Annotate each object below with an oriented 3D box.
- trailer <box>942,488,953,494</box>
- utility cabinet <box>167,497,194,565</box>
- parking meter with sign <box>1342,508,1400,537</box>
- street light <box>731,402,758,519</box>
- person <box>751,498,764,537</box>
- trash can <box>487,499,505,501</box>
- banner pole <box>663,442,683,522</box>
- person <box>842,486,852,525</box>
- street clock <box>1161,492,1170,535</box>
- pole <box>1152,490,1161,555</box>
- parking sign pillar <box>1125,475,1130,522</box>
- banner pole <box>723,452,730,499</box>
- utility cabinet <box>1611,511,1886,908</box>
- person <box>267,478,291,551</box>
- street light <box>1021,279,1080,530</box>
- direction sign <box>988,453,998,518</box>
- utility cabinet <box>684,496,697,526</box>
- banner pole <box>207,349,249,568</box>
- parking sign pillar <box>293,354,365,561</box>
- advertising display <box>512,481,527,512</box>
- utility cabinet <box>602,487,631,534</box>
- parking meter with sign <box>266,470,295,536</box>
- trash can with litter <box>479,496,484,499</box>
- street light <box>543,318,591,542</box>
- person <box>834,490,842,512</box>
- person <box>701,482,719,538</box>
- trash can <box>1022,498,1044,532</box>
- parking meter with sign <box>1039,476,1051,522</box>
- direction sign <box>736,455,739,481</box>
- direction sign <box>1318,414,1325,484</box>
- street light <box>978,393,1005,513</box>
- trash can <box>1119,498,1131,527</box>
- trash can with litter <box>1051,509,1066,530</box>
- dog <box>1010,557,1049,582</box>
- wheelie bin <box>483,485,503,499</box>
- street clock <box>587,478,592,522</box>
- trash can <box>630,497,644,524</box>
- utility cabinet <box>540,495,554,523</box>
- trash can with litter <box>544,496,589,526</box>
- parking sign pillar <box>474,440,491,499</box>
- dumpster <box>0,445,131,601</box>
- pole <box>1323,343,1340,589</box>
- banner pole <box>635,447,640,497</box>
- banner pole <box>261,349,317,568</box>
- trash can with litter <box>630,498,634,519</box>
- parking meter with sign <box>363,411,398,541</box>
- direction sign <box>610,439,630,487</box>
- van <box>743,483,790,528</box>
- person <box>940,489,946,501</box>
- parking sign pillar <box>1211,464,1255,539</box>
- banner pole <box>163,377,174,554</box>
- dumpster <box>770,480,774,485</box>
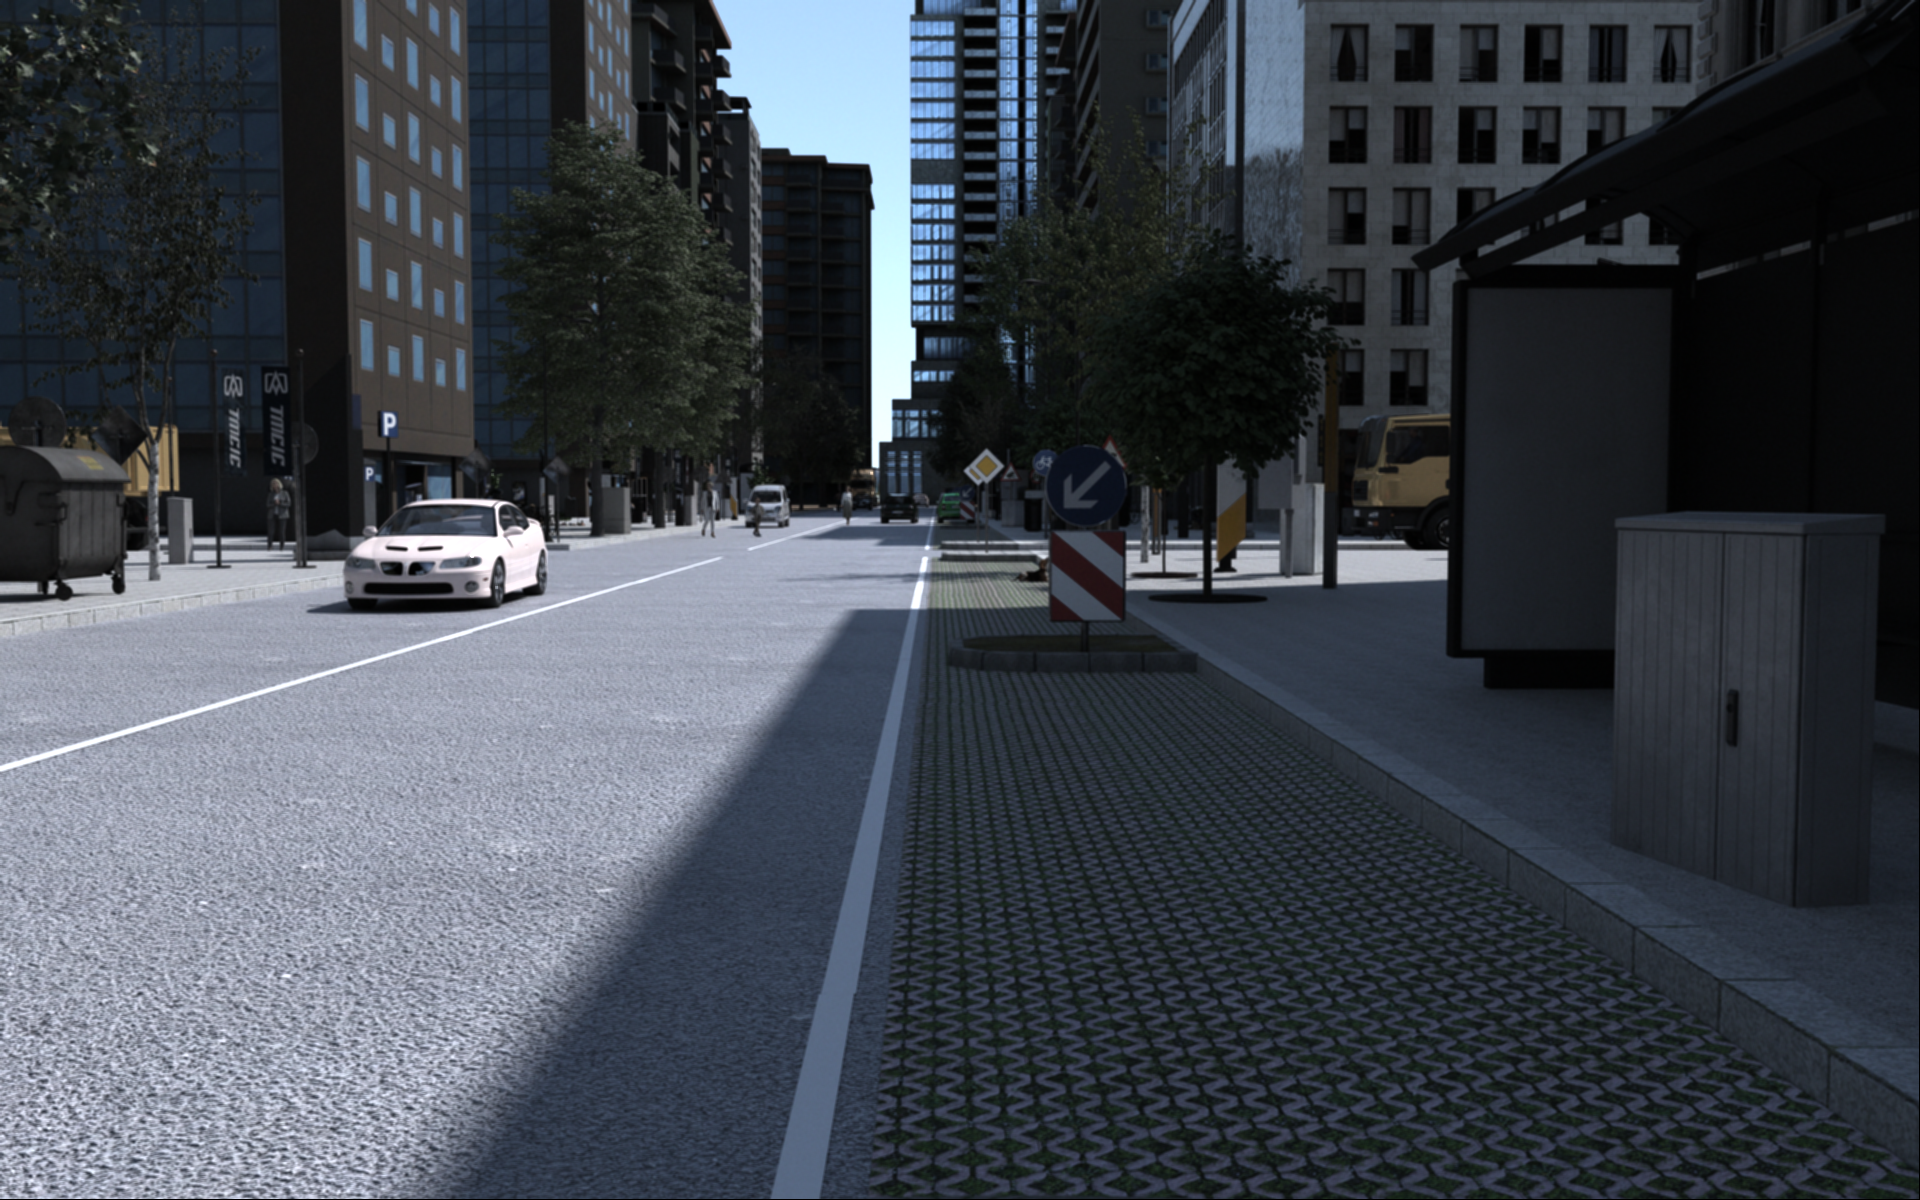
[{"bbox_3d":[-1.168,-9.651,164.835,1.471,1.999,3.904,0,4,-2],"label":"trailer"},{"bbox_3d":[-14.400,-1.276,32.017,0.306,1.237,1.020,-1,4,-16],"label":"utility cabinet"},{"bbox_3d":[12.454,-3.431,52.353,1.738,3.016,0.543,0,4,7],"label":"parking meter with sign"},{"bbox_3d":[-10.876,-7.031,87.491,1.470,5.913,1.316,0,4,-1],"label":"street light"},{"bbox_3d":[-6.812,-2.792,58.427,0.475,1.303,0.640,-3,4,-38],"label":"person"},{"bbox_3d":[-13.833,-2.420,51.227,0.748,1.137,0.748,0,3,0],"label":"trash can"},{"bbox_3d":[-13.529,-5.649,82.371,0.863,3.779,0.401,2,4,28],"label":"banner pole"},{"bbox_3d":[-5.194,-4.353,79.903,0.478,1.798,0.641,1,4,9],"label":"person"},{"bbox_3d":[6.423,-3.044,54.342,0.358,2.002,0.471,0,4,-7],"label":"street clock"},{"bbox_3d":[4.166,-2.616,36.622,0.158,3.312,0.155,0,3,0],"label":"pole"},{"bbox_3d":[7.454,-5.814,83.528,1.447,3.967,1.447,3,4,37],"label":"parking sign pillar"},{"bbox_3d":[-14.075,-6.996,104.407,0.401,3.779,0.863,2,4,35],"label":"banner pole"},{"bbox_3d":[2.610,0.325,5.851,0.306,1.237,1.020,-1,4,-11],"label":"utility cabinet"},{"bbox_3d":[-16.158,-1.980,41.055,0.537,1.800,0.526,0,4,-5],"label":"person"},{"bbox_3d":[2.014,-3.982,37.643,1.470,5.913,1.316,0,4,-1],"label":"street light"},{"bbox_3d":[1.630,-6.266,94.449,0.876,3.537,0.379,0,4,4],"label":"direction sign"},{"bbox_3d":[-10.927,-3.615,70.262,0.306,1.237,1.020,0,4,4],"label":"utility cabinet"},{"bbox_3d":[-12.810,-2.464,30.296,0.401,3.779,0.863,2,4,29],"label":"banner pole"},{"bbox_3d":[-12.298,-2.774,33.819,1.447,3.967,1.447,2,4,24],"label":"parking sign pillar"},{"bbox_3d":[-22.070,-4.989,86.791,0.974,1.923,0.123,3,4,38],"label":"advertising display"},{"bbox_3d":[-10.971,-2.831,54.961,1.173,1.500,0.318,2,4,34],"label":"utility cabinet"},{"bbox_3d":[-20.089,-3.376,51.458,1.738,3.016,0.543,3,5,43],"label":"parking meter with sign"},{"bbox_3d":[-19.255,-3.643,70.624,1.678,1.210,2.233,0,4,2],"label":"trash can with litter"},{"bbox_3d":[-10.449,-4.489,45.941,1.470,5.913,1.316,0,4,-1],"label":"street light"},{"bbox_3d":[-9.872,-8.100,141.640,1.217,1.736,0.721,3,5,41],"label":"person"},{"bbox_3d":[-8.292,-2.991,57.283,0.514,1.842,0.818,-2,4,-30],"label":"person"},{"bbox_3d":[2.497,-2.906,59.174,0.748,1.137,0.748,0,3,0],"label":"trash can"},{"bbox_3d":[4.027,-5.107,79.766,0.543,3.016,1.738,-1,4,-21],"label":"parking meter with sign"},{"bbox_3d":[-13.171,-6.684,101.280,0.379,3.537,0.876,2,4,26],"label":"direction sign"},{"bbox_3d":[10.390,-3.519,49.528,0.379,3.537,0.876,2,4,32],"label":"direction sign"},{"bbox_3d":[1.493,-6.516,79.073,1.470,5.913,1.316,0,4,-1],"label":"street light"},{"bbox_3d":[6.362,-3.452,68.101,0.748,1.137,0.748,0,3,0],"label":"trash can"},{"bbox_3d":[3.523,-2.797,57.112,1.055,1.170,0.624,1,4,18],"label":"trash can with litter"},{"bbox_3d":[1.209,-0.491,28.225,0.550,0.427,0.748,-3,5,-40],"label":"dog"},{"bbox_3d":[-16.428,-3.245,60.962,0.693,1.594,0.980,-1,4,-20],"label":"wheelie bin"},{"bbox_3d":[-16.644,-4.515,78.395,0.358,2.002,0.471,-3,5,-42],"label":"street clock"},{"bbox_3d":[-14.154,-3.914,75.645,0.748,1.137,0.748,0,3,0],"label":"trash can"},{"bbox_3d":[-18.213,-3.991,76.412,0.306,1.237,1.020,0,4,6],"label":"utility cabinet"},{"bbox_3d":[-16.097,-3.609,70.058,2.233,1.210,1.678,0,4,-8],"label":"trash can with litter"},{"bbox_3d":[-23.778,-5.985,86.325,1.447,3.967,1.447,0,4,2],"label":"parking sign pillar"},{"bbox_3d":[-11.288,-0.960,21.453,1.264,1.857,1.865,0,4,-1],"label":"dumpster"},{"bbox_3d":[5.032,-1.811,23.460,0.158,3.312,0.155,0,3,0],"label":"pole"},{"bbox_3d":[-15.085,-5.566,81.022,0.401,3.779,0.863,-2,4,-29],"label":"banner pole"},{"bbox_3d":[-11.603,-2.439,29.897,0.863,3.779,0.401,-2,4,-28],"label":"banner pole"},{"bbox_3d":[-11.873,-2.981,60.122,1.055,1.170,0.624,-2,4,-26],"label":"trash can with litter"},{"bbox_3d":[-12.816,-2.481,36.817,1.738,3.016,0.543,1,4,20],"label":"parking meter with sign"},{"bbox_3d":[-13.959,-4.845,71.212,0.876,3.537,0.379,-3,5,-40],"label":"direction sign"},{"bbox_3d":[-8.340,-4.165,75.108,2.013,2.044,4.112,0,4,-1],"label":"van"},{"bbox_3d":[-1.041,-6.436,113.949,0.478,1.798,0.641,2,4,32],"label":"person"},{"bbox_3d":[7.869,-3.787,50.397,1.447,3.967,1.447,3,5,41],"label":"parking sign pillar"},{"bbox_3d":[-16.810,-2.869,36.921,0.401,3.779,0.863,-2,4,-25],"label":"banner pole"},{"bbox_3d":[-13.465,-7.179,119.867,1.502,2.255,1.985,0,4,-1],"label":"dumpster"}]
